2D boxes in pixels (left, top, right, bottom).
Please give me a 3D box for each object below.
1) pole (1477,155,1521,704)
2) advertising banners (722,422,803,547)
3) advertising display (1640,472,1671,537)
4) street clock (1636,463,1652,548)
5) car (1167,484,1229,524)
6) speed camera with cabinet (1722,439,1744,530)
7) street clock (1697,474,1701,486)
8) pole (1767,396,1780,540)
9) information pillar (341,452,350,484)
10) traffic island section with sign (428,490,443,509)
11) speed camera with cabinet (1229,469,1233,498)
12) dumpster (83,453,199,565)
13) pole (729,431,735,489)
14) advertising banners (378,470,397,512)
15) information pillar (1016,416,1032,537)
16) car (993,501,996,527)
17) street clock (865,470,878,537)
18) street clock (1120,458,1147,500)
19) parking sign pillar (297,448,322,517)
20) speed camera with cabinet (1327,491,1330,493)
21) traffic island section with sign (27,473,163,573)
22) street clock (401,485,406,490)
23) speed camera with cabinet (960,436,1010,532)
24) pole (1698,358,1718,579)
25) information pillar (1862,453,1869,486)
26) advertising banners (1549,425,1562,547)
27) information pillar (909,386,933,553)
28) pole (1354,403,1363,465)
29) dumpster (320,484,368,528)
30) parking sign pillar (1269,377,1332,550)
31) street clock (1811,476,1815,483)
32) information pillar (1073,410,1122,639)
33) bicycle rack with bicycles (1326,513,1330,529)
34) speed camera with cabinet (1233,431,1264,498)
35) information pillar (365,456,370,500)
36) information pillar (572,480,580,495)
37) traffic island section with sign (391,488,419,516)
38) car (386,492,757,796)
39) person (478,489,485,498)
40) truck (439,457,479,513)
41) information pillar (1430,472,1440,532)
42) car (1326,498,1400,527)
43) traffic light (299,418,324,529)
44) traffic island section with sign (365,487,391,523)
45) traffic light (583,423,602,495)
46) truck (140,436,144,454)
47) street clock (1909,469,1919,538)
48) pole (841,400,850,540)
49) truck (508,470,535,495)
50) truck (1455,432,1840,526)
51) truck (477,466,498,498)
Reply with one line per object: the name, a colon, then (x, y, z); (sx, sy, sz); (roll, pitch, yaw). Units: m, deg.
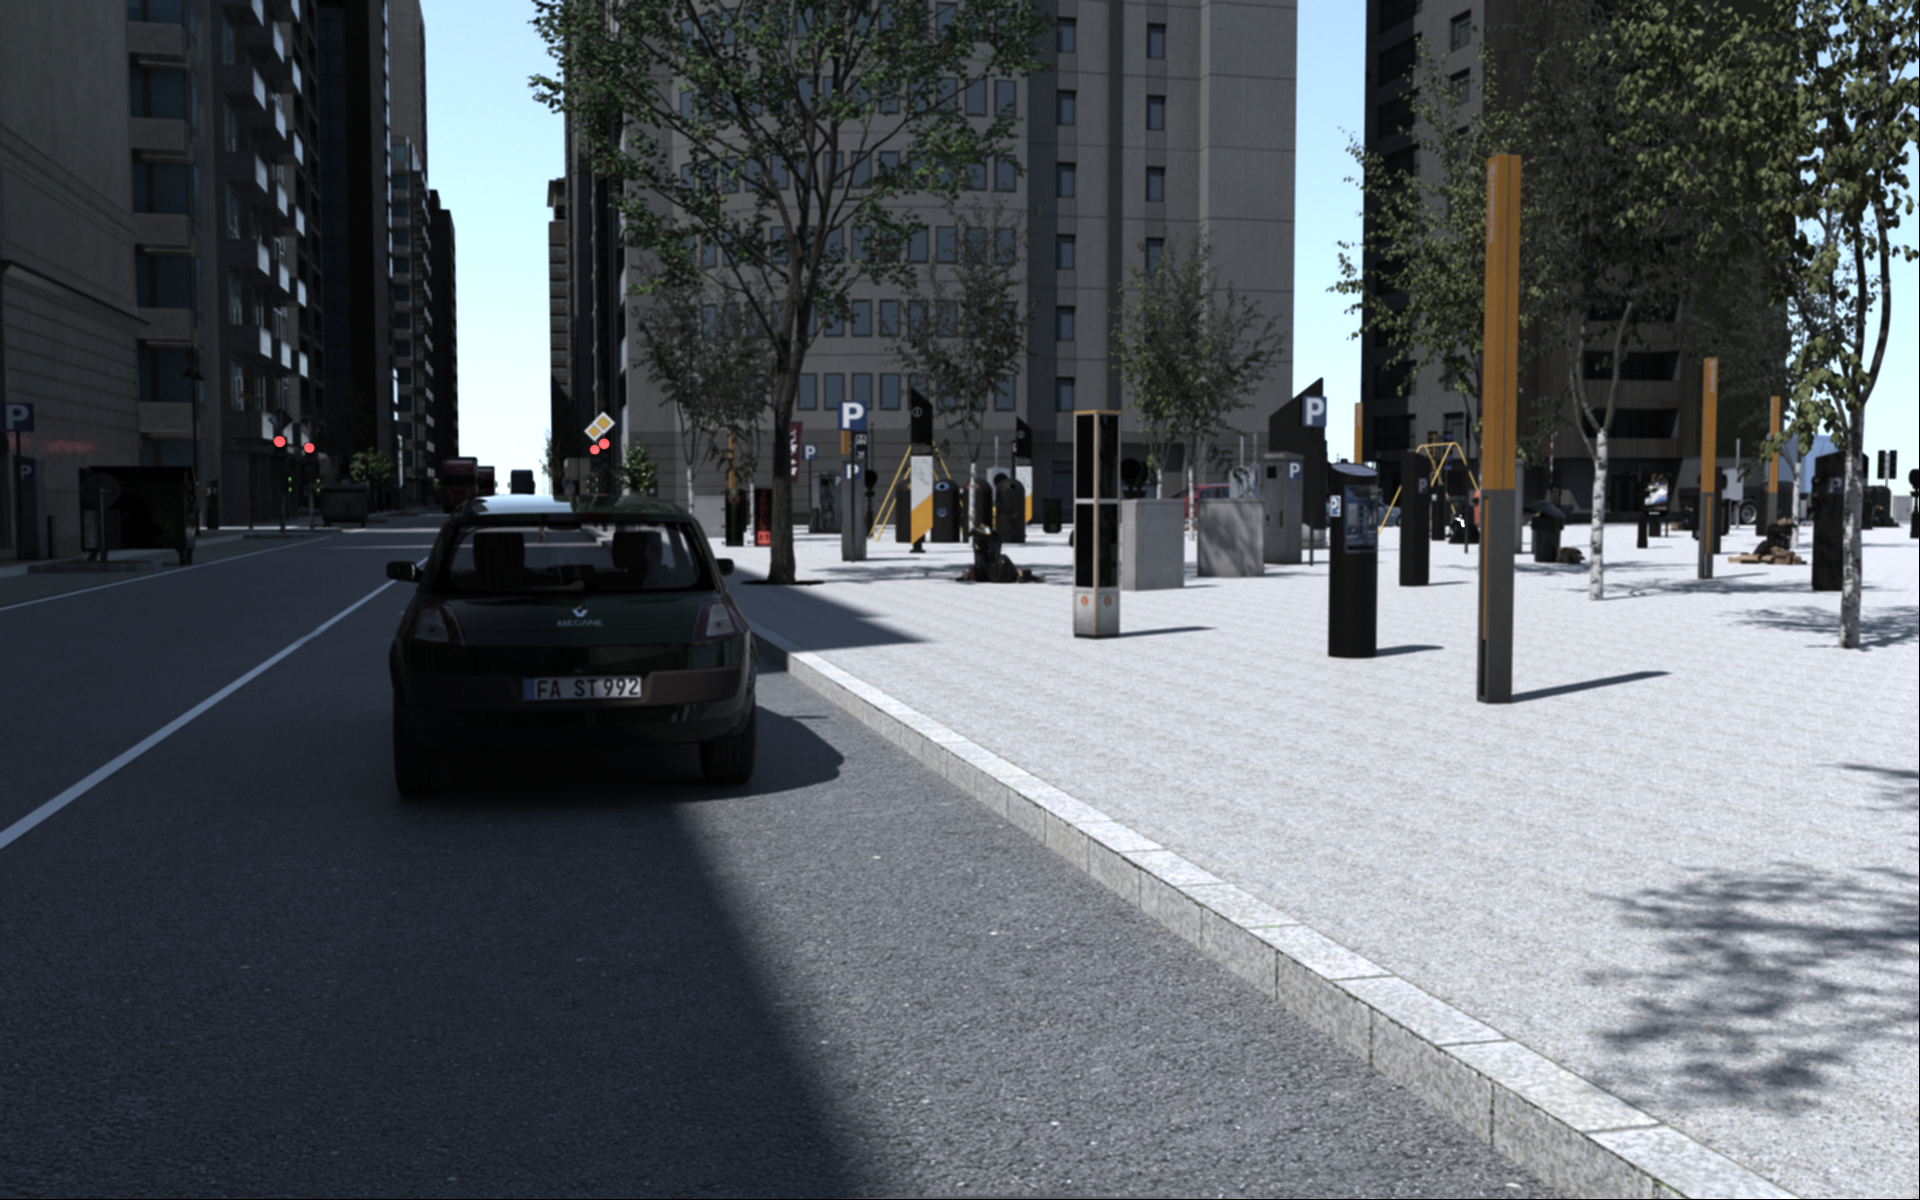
pole: (3.289, -1.023, 10.567); (0.158, 3.312, 0.155); (0, 3, 0)
advertising banners: (-4.797, -2.805, 42.051); (2.074, 3.025, 0.090); (1, 4, 13)
advertising display: (20.734, -2.840, 51.643); (0.123, 1.923, 0.974); (-2, 4, -30)
street clock: (16.159, -2.226, 40.960); (0.358, 2.002, 0.471); (0, 4, 5)
car: (9.540, -3.613, 67.753); (5.304, 1.827, 2.281); (-1, 4, -15)
speed camera with cabinet: (27.731, -4.190, 62.849); (0.660, 3.252, 2.038); (0, 4, 2)
street clock: (24.731, -3.236, 57.484); (0.471, 2.002, 0.358); (0, 4, 8)
pole: (17.028, -2.595, 36.268); (0.158, 3.312, 0.155); (0, 3, 0)
information pillar: (-34.387, -6.457, 96.923); (0.183, 3.616, 0.504); (2, 4, 32)
traffic island section with sign: (-48.478, -9.337, 161.291); (1.989, 1.847, 2.006); (-1, 4, -14)
speed camera with cabinet: (10.284, -3.972, 59.271); (2.038, 3.252, 0.660); (0, 4, -3)
dumpster: (-16.409, -1.822, 34.735); (1.985, 2.255, 1.502); (-1, 4, -15)
pole: (-7.344, -3.794, 55.881); (0.158, 3.312, 0.155); (0, 3, 0)
advertising banners: (-42.103, -8.036, 127.572); (0.090, 3.025, 2.074); (1, 4, 22)
information pillar: (1.907, -3.696, 51.792); (0.504, 3.616, 0.183); (1, 4, 12)
car: (0.453, -3.508, 67.575); (3.980, 1.641, 2.015); (-1, 4, -13)
street clock: (-2.687, -2.870, 51.498); (0.471, 2.002, 0.358); (0, 4, 3)
street clock: (3.424, -1.846, 34.754); (0.471, 2.002, 0.358); (1, 4, 17)
parking sign pillar: (-37.018, -6.722, 98.379); (1.447, 3.967, 1.447); (1, 4, 21)
speed camera with cabinet: (23.353, -6.833, 106.053); (2.038, 3.252, 0.660); (-2, 4, -27)
traffic island section with sign: (-16.019, -1.442, 32.201); (1.989, 1.847, 2.006); (-1, 4, -14)
street clock: (-43.846, -8.071, 136.524); (0.358, 2.002, 0.471); (-2, 4, -31)
speed camera with cabinet: (0.661, -3.955, 58.996); (2.038, 3.252, 0.660); (-1, 4, -17)
pole: (11.250, -1.970, 26.046); (0.158, 3.312, 0.155); (0, 3, 0)
information pillar: (47.416, -6.094, 90.990); (0.504, 3.616, 0.183); (1, 4, 18)
advertising banners: (13.977, -2.722, 40.690); (0.090, 3.025, 2.074); (1, 4, 13)
information pillar: (-0.843, -2.831, 37.639); (0.504, 3.616, 0.183); (0, 4, 4)
pole: (8.888, -2.744, 38.704); (0.158, 3.312, 0.155); (0, 3, 0)
dumpster: (-26.027, -3.979, 73.277); (1.865, 1.857, 1.264); (-1, 4, -13)
parking sign pillar: (7.898, -3.183, 40.517); (1.447, 3.967, 1.447); (2, 4, 35)
street clock: (32.515, -3.734, 65.622); (0.471, 2.002, 0.358); (-1, 4, -9)
information pillar: (1.218, -0.668, 15.412); (0.304, 2.012, 0.304); (-3, 4, -39)
bicycle rack with bicycles: (12.081, -2.973, 61.992); (2.925, 0.926, 2.852); (-2, 4, -24)
speed camera with cabinet: (9.311, -3.699, 54.807); (0.660, 3.252, 2.038); (2, 4, 24)
information pillar: (-36.863, -7.117, 107.712); (0.183, 3.616, 0.504); (-3, 5, -40)
information pillar: (-20.049, -5.257, 90.442); (0.304, 2.012, 0.304); (-3, 5, -42)
traffic island section with sign: (-36.239, -6.359, 112.599); (1.989, 1.847, 2.006); (-1, 4, -14)
car: (-2.210, 0.002, 9.752); (2.009, 1.686, 4.222); (-1, 4, -14)
person: (-34.077, -7.015, 123.363); (0.590, 1.801, 0.661); (-1, 4, -18)
truck: (-38.067, -8.754, 132.040); (2.839, 4.237, 11.283); (-1, 4, -15)
information pillar: (15.912, -3.282, 58.153); (0.304, 2.012, 0.304); (0, 4, 5)
car: (16.487, -3.614, 71.094); (4.499, 1.417, 2.014); (-1, 4, -12)
traffic light: (-24.012, -4.599, 64.119); (0.839, 4.253, 0.868); (-1, 4, -14)
traffic island section with sign: (-29.589, -4.743, 86.176); (1.989, 1.847, 2.006); (-1, 4, -14)
traffic light: (-14.064, -4.753, 66.628); (0.839, 4.253, 0.868); (-1, 4, -14)
truck: (-32.502, -4.187, 57.377); (11.283, 4.237, 2.839); (-1, 4, -12)
street clock: (27.672, -2.786, 50.118); (0.358, 2.002, 0.471); (0, 4, -2)
pole: (-2.472, -2.671, 37.520); (0.158, 3.312, 0.155); (0, 3, 0)
truck: (-46.621, -11.938, 184.941); (2.967, 4.110, 18.799); (-1, 4, -15)
truck: (29.866, -5.093, 73.027); (18.799, 4.110, 2.967); (-1, 4, -15)
truck: (-48.307, -11.387, 175.083); (2.839, 4.237, 11.283); (-1, 4, -16)
